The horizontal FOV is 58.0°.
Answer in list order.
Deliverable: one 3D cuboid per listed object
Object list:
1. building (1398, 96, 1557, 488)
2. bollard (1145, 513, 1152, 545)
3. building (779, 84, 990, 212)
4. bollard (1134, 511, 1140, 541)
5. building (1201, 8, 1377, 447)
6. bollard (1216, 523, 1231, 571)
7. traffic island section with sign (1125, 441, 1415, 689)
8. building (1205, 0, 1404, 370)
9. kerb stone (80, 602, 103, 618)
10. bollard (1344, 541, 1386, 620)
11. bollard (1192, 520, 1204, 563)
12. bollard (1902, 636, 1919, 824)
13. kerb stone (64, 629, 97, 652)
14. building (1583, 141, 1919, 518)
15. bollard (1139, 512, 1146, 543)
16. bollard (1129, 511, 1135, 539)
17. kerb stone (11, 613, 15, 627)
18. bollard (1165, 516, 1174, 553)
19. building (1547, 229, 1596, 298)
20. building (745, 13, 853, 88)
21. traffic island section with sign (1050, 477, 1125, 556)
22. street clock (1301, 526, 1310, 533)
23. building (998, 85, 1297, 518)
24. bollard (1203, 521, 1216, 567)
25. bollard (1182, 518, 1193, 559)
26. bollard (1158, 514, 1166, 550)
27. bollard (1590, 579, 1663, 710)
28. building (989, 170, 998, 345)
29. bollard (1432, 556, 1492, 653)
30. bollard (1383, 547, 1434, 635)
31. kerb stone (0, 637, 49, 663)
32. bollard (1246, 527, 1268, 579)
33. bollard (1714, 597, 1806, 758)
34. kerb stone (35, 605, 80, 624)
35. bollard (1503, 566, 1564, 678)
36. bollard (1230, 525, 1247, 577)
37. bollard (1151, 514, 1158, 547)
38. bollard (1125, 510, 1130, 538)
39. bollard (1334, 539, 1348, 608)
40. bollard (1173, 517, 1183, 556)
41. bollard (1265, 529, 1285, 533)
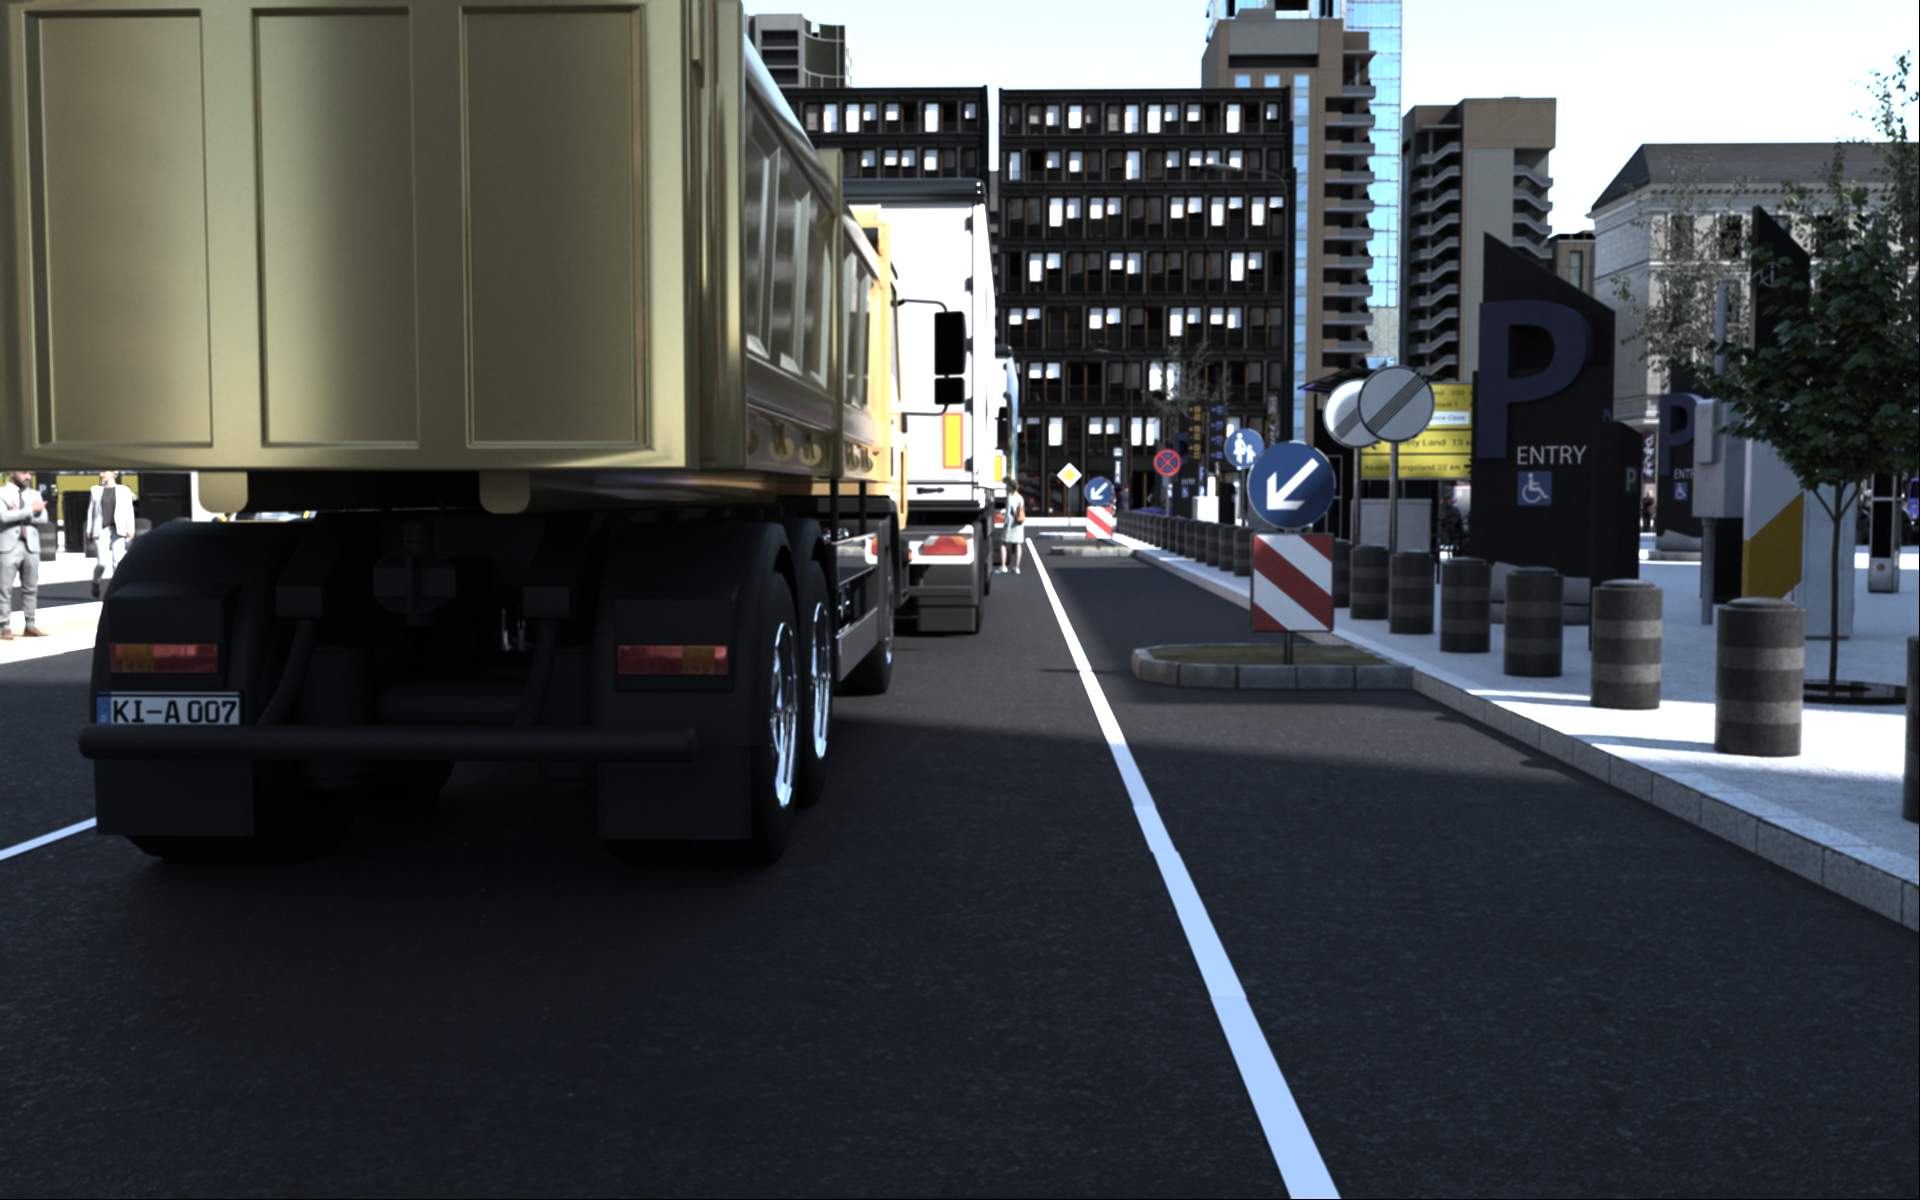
[{"bbox_3d":[56.412,-33.164,192.336,14.200,45.320,14.600,0,4,2],"label":"building"},{"bbox_3d":[4.939,-1.768,43.631,0.404,0.777,0.398,0,3,0],"label":"bollard"},{"bbox_3d":[-6.315,-16.431,98.319,15.834,23.373,12.332,0,4,2],"label":"building"},{"bbox_3d":[5.038,-1.994,47.318,0.404,0.777,0.398,0,3,0],"label":"bollard"},{"bbox_3d":[30.009,-31.283,161.585,14.600,45.320,14.200,0,4,2],"label":"building"},{"bbox_3d":[4.532,-0.867,28.889,0.404,0.777,0.398,0,3,0],"label":"bollard"},{"bbox_3d":[2.391,-0.311,13.716,1.989,1.847,2.006,0,4,2],"label":"traffic island section with sign"},{"bbox_3d":[34.454,-53.219,182.801,22.319,86.520,31.000,0,4,2],"label":"building"},{"bbox_3d":[-10.126,0.115,20.324,0.120,0.150,1.000,0,4,2],"label":"kerb stone"},{"bbox_3d":[4.225,-0.191,17.834,0.404,0.777,0.398,0,3,0],"label":"bollard"},{"bbox_3d":[4.632,-1.092,32.575,0.404,0.777,0.398,0,3,0],"label":"bollard"},{"bbox_3d":[3.919,0.486,6.766,0.404,0.777,0.398,0,3,0],"label":"bollard"},{"bbox_3d":[-8.143,0.373,16.149,0.120,0.150,1.000,0,4,2],"label":"kerb stone"},{"bbox_3d":[38.214,-15.045,96.895,40.483,20.767,10.553,0,4,2],"label":"building"},{"bbox_3d":[4.992,-1.881,45.479,0.404,0.777,0.398,0,3,0],"label":"bollard"},{"bbox_3d":[5.091,-2.108,49.178,0.404,0.777,0.398,0,3,0],"label":"bollard"},{"bbox_3d":[-10.179,0.240,18.269,0.120,0.150,1.000,0,4,2],"label":"kerb stone"},{"bbox_3d":[4.787,-1.430,38.100,0.404,0.777,0.398,0,3,0],"label":"bollard"},{"bbox_3d":[71.076,-25.761,192.891,14.107,30.474,14.160,0,4,2],"label":"building"},{"bbox_3d":[-27.156,-50.336,261.251,20.611,71.187,20.563,0,4,2],"label":"building"},{"bbox_3d":[3.146,-1.980,40.999,1.989,1.847,2.006,0,4,2],"label":"traffic island section with sign"},{"bbox_3d":[10.296,-2.876,51.587,0.358,2.002,0.471,3,5,42],"label":"street clock"},{"bbox_3d":[10.092,-16.443,98.513,15.834,23.373,12.332,0,4,2],"label":"building"},{"bbox_3d":[4.580,-0.979,30.732,0.404,0.777,0.398,0,3,0],"label":"bollard"},{"bbox_3d":[4.682,-1.205,34.421,0.404,0.777,0.398,0,3,0],"label":"bollard"},{"bbox_3d":[4.837,-1.543,39.939,0.404,0.777,0.398,0,3,0],"label":"bollard"},{"bbox_3d":[4.019,0.261,10.444,0.404,0.777,0.398,0,3,0],"label":"bollard"},{"bbox_3d":[8.191,-39.001,261.366,21.600,48.544,21.300,0,4,2],"label":"building"},{"bbox_3d":[4.124,0.036,14.124,0.404,0.777,0.398,0,3,0],"label":"bollard"},{"bbox_3d":[4.172,-0.077,15.980,0.404,0.777,0.398,0,3,0],"label":"bollard"},{"bbox_3d":[-8.165,0.436,15.125,0.120,0.150,1.000,0,4,2],"label":"kerb stone"},{"bbox_3d":[4.430,-0.642,25.211,0.404,0.777,0.398,0,3,0],"label":"bollard"},{"bbox_3d":[3.971,0.374,8.605,0.404,0.777,0.398,0,3,0],"label":"bollard"},{"bbox_3d":[-10.155,0.178,19.293,0.120,0.150,1.000,0,4,2],"label":"kerb stone"},{"bbox_3d":[4.069,0.149,12.283,0.404,0.777,0.398,0,3,0],"label":"bollard"},{"bbox_3d":[4.484,-0.754,27.050,0.404,0.777,0.398,0,3,0],"label":"bollard"},{"bbox_3d":[4.890,-1.655,41.781,0.404,0.777,0.398,0,3,0],"label":"bollard"},{"bbox_3d":[5.147,-2.222,51.039,0.404,0.777,0.398,0,3,0],"label":"bollard"},{"bbox_3d":[4.277,-0.304,19.681,0.404,0.777,0.398,0,3,0],"label":"bollard"},{"bbox_3d":[4.736,-1.318,36.260,0.404,0.777,0.398,0,3,0],"label":"bollard"},{"bbox_3d":[4.379,-0.529,23.372,0.404,0.777,0.398,0,3,0],"label":"bollard"}]
